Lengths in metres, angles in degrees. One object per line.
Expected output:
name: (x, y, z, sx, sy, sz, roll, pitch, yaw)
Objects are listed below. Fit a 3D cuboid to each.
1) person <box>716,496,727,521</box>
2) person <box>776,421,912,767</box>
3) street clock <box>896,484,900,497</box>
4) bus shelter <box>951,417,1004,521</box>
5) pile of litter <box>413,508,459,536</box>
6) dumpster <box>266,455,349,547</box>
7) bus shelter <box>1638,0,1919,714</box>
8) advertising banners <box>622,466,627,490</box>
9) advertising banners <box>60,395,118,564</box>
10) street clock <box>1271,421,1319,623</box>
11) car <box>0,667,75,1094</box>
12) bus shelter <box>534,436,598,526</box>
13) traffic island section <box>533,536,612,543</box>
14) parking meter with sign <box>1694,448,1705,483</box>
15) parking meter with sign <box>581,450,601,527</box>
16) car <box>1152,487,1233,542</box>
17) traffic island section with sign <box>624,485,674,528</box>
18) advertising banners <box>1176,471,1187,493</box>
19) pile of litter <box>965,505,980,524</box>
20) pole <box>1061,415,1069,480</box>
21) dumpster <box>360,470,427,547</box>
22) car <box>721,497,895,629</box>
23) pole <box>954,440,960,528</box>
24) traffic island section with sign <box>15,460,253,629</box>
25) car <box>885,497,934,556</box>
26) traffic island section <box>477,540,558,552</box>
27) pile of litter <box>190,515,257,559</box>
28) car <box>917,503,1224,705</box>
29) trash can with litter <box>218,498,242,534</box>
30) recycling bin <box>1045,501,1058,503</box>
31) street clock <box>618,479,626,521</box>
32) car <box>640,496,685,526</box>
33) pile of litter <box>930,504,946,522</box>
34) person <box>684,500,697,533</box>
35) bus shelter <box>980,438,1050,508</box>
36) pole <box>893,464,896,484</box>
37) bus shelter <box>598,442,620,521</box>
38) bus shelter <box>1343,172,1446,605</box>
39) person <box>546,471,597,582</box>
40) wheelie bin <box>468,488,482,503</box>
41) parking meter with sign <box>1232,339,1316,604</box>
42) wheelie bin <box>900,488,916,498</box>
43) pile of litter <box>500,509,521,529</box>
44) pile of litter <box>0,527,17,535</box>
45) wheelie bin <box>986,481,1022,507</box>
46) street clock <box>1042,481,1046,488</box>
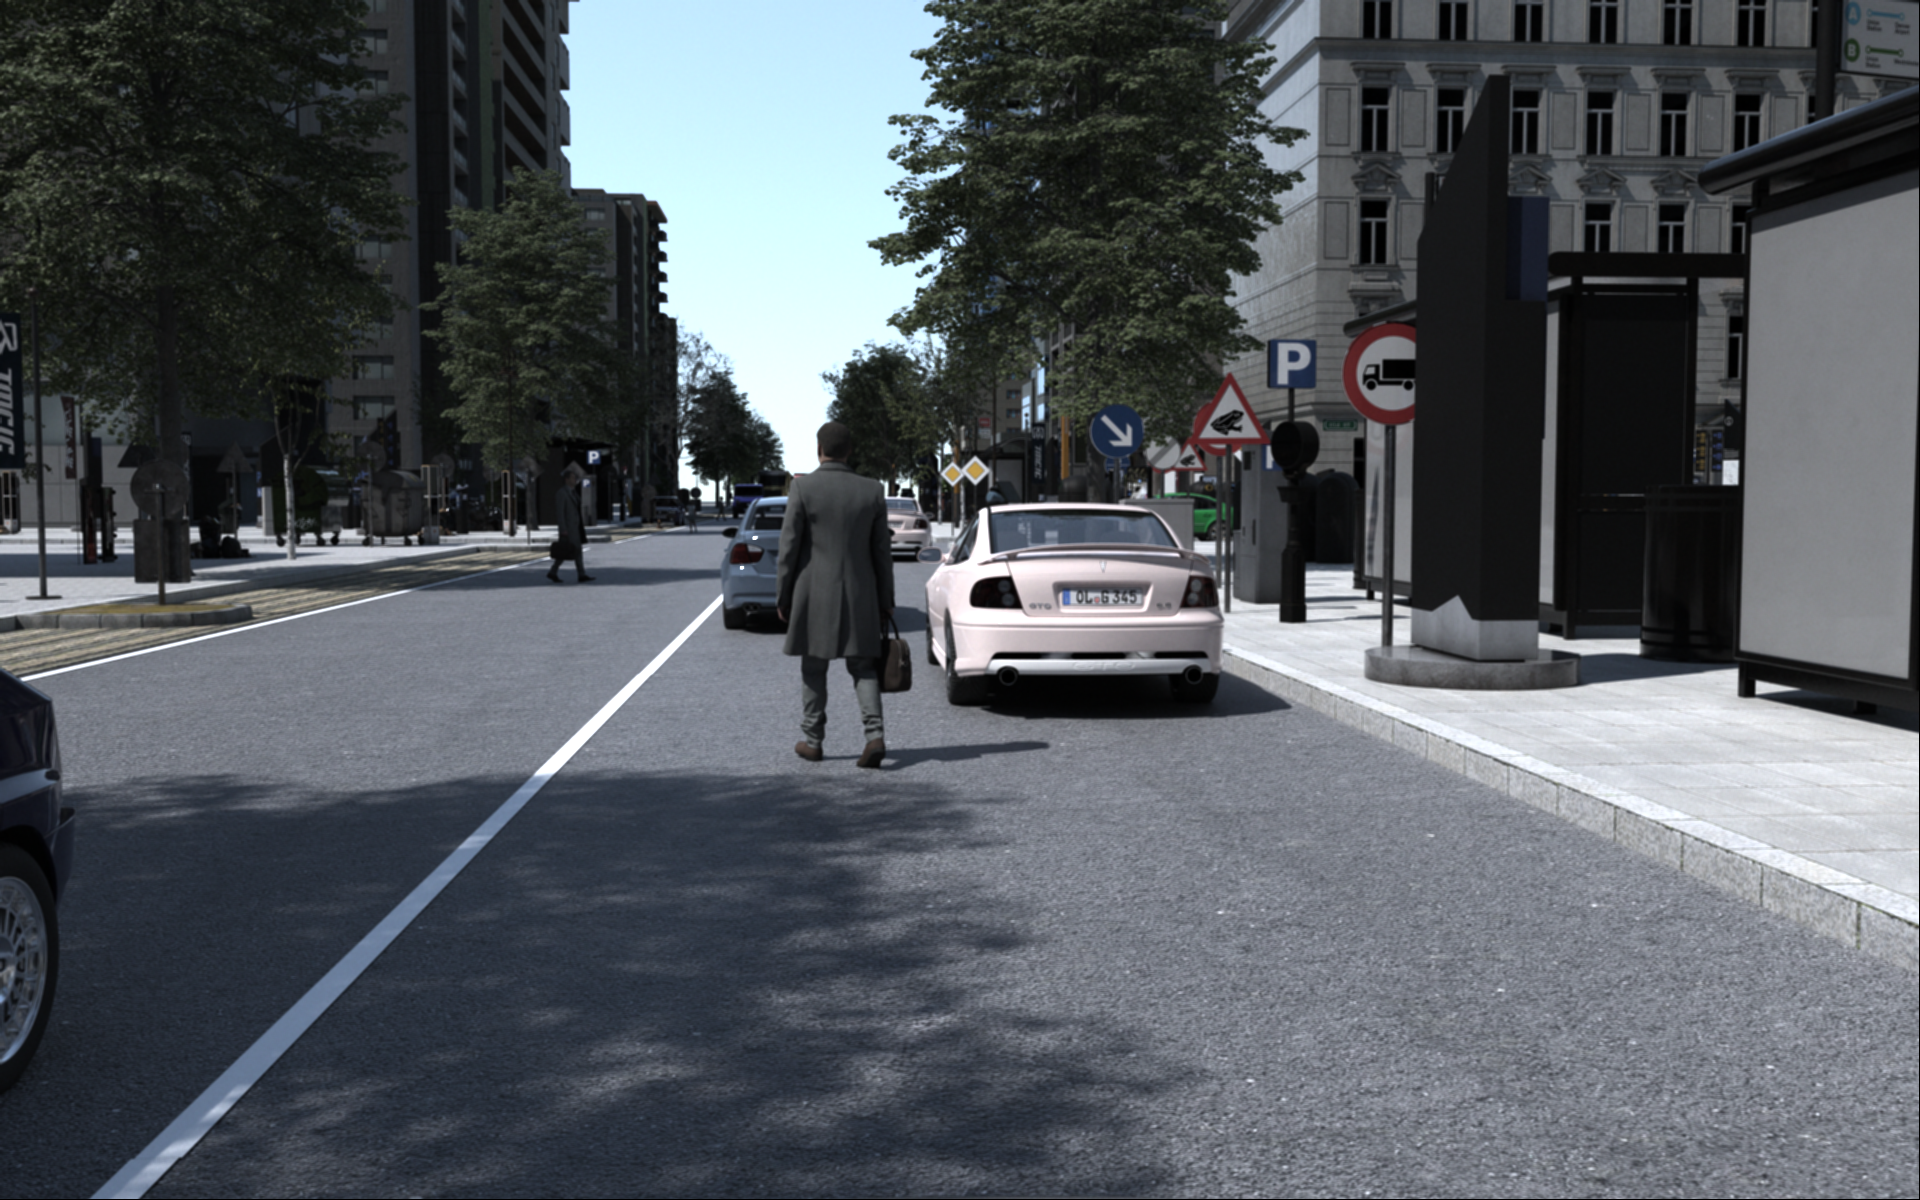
person: (-12.850, -4.918, 93.183, 0.640, 1.303, 0.475, -2, 4, -33)
person: (-0.643, -0.036, 9.191, 0.694, 1.812, 0.767, -1, 4, -21)
street clock: (-4.412, -7.093, 120.544, 0.471, 2.002, 0.358, 1, 4, 13)
bus shelter: (0.753, -6.729, 87.648, 2.179, 5.291, 8.768, 0, 4, -4)
pile of litter: (-16.217, -2.416, 53.474, 1.176, 0.858, 1.719, -3, 5, -40)
dumpster: (-16.127, -2.468, 42.845, 1.502, 2.255, 1.985, 0, 4, -5)
bus shelter: (5.830, -1.944, 9.415, 2.179, 5.291, 8.768, 0, 4, -5)
advertising banners: (-20.312, -6.870, 108.512, 2.074, 3.025, 0.090, 2, 4, 25)
advertising banners: (-15.975, -2.176, 31.760, 0.090, 3.025, 2.074, 0, 4, -3)
street clock: (3.328, -0.776, 17.258, 0.358, 2.002, 0.471, -2, 4, -31)
car: (-3.061, 0.600, 2.772, 1.945, 1.354, 3.894, 0, 4, -3)
bus shelter: (-16.649, -4.983, 72.748, 1.731, 3.624, 6.357, 0, 4, -4)
traffic island section: (-11.558, -1.808, 51.843, 2.009, 0.180, 2.903, 0, 4, -4)
parking meter with sign: (28.159, -4.272, 66.111, 0.543, 3.016, 1.738, 3, 4, 36)
parking meter with sign: (-14.689, -4.414, 68.435, 0.543, 3.016, 1.738, 0, 4, 5)
car: (5.970, -2.516, 49.930, 4.718, 1.807, 1.959, 0, 4, -4)
traffic island section with sign: (-13.297, -4.007, 74.144, 1.989, 1.847, 2.006, 0, 4, -4)
advertising banners: (8.884, -4.276, 66.092, 2.074, 3.025, 0.090, 1, 4, 18)
pile of litter: (0.740, -3.626, 73.244, 1.176, 0.858, 1.719, -3, 4, -37)
pole: (2.645, -3.043, 43.591, 0.158, 3.312, 0.155, 0, 3, 0)
dumpster: (-14.031, -2.270, 42.866, 1.264, 1.857, 1.865, 0, 4, -4)
car: (-1.734, -0.473, 19.743, 2.014, 1.417, 4.499, 0, 4, -4)
pole: (-0.115, -4.382, 65.490, 0.158, 3.312, 0.155, 0, 3, 0)
traffic island section with sign: (-9.057, -0.650, 19.253, 1.989, 1.847, 2.006, 0, 4, -4)
car: (-1.604, -1.602, 38.552, 2.083, 1.381, 4.827, 0, 4, -3)
traffic island section: (-10.942, -1.321, 43.881, 2.009, 0.180, 2.903, 0, 4, -4)
pile of litter: (-15.051, -1.267, 34.683, 1.719, 0.858, 1.176, -1, 4, -8)
car: (0.739, -0.053, 13.221, 2.083, 1.381, 4.827, 0, 4, -4)
trash can with litter: (-23.444, -2.672, 55.069, 0.624, 1.170, 1.055, 2, 4, 35)
recycling bin: (2.975, -2.988, 61.401, 0.722, 1.027, 0.722, 3, 4, 36)
street clock: (-15.892, -4.700, 81.420, 0.358, 2.002, 0.471, 0, 4, 3)
car: (-13.338, -3.997, 77.927, 1.945, 1.354, 3.894, 0, 4, -5)
pile of litter: (-1.442, -4.052, 80.214, 1.719, 0.858, 1.176, 1, 4, 15)
person: (-9.996, -3.100, 64.204, 0.505, 1.210, 0.382, 0, 4, -6)
bus shelter: (2.010, -4.335, 64.797, 2.014, 3.302, 5.546, 0, 4, -5)
pole: (-4.528, -7.668, 119.222, 0.158, 3.312, 0.155, 0, 3, 0)
bus shelter: (-16.869, -5.412, 79.776, 1.731, 3.624, 6.357, 0, 4, -5)
bus shelter: (5.806, -2.553, 19.366, 2.179, 5.291, 8.768, 0, 4, -4)
person: (-6.327, -1.196, 28.157, 0.767, 1.812, 0.694, 1, 4, 10)
wheelie bin: (-26.472, -5.269, 94.052, 0.980, 1.594, 0.693, -2, 4, -29)
parking meter with sign: (3.630, -1.479, 20.447, 0.543, 3.016, 1.738, -1, 4, -8)
wheelie bin: (-2.935, -5.424, 96.585, 0.980, 1.594, 0.693, 1, 4, 20)
pile of litter: (-16.952, -3.019, 63.328, 1.719, 0.858, 1.176, 1, 4, 20)
pile of litter: (-30.674, -2.497, 54.798, 1.719, 0.858, 1.176, 0, 4, 0)
wheelie bin: (1.036, -2.080, 41.920, 0.693, 1.594, 0.980, 2, 4, 35)
street clock: (3.683, -4.531, 78.650, 0.358, 2.002, 0.471, 2, 4, 32)
